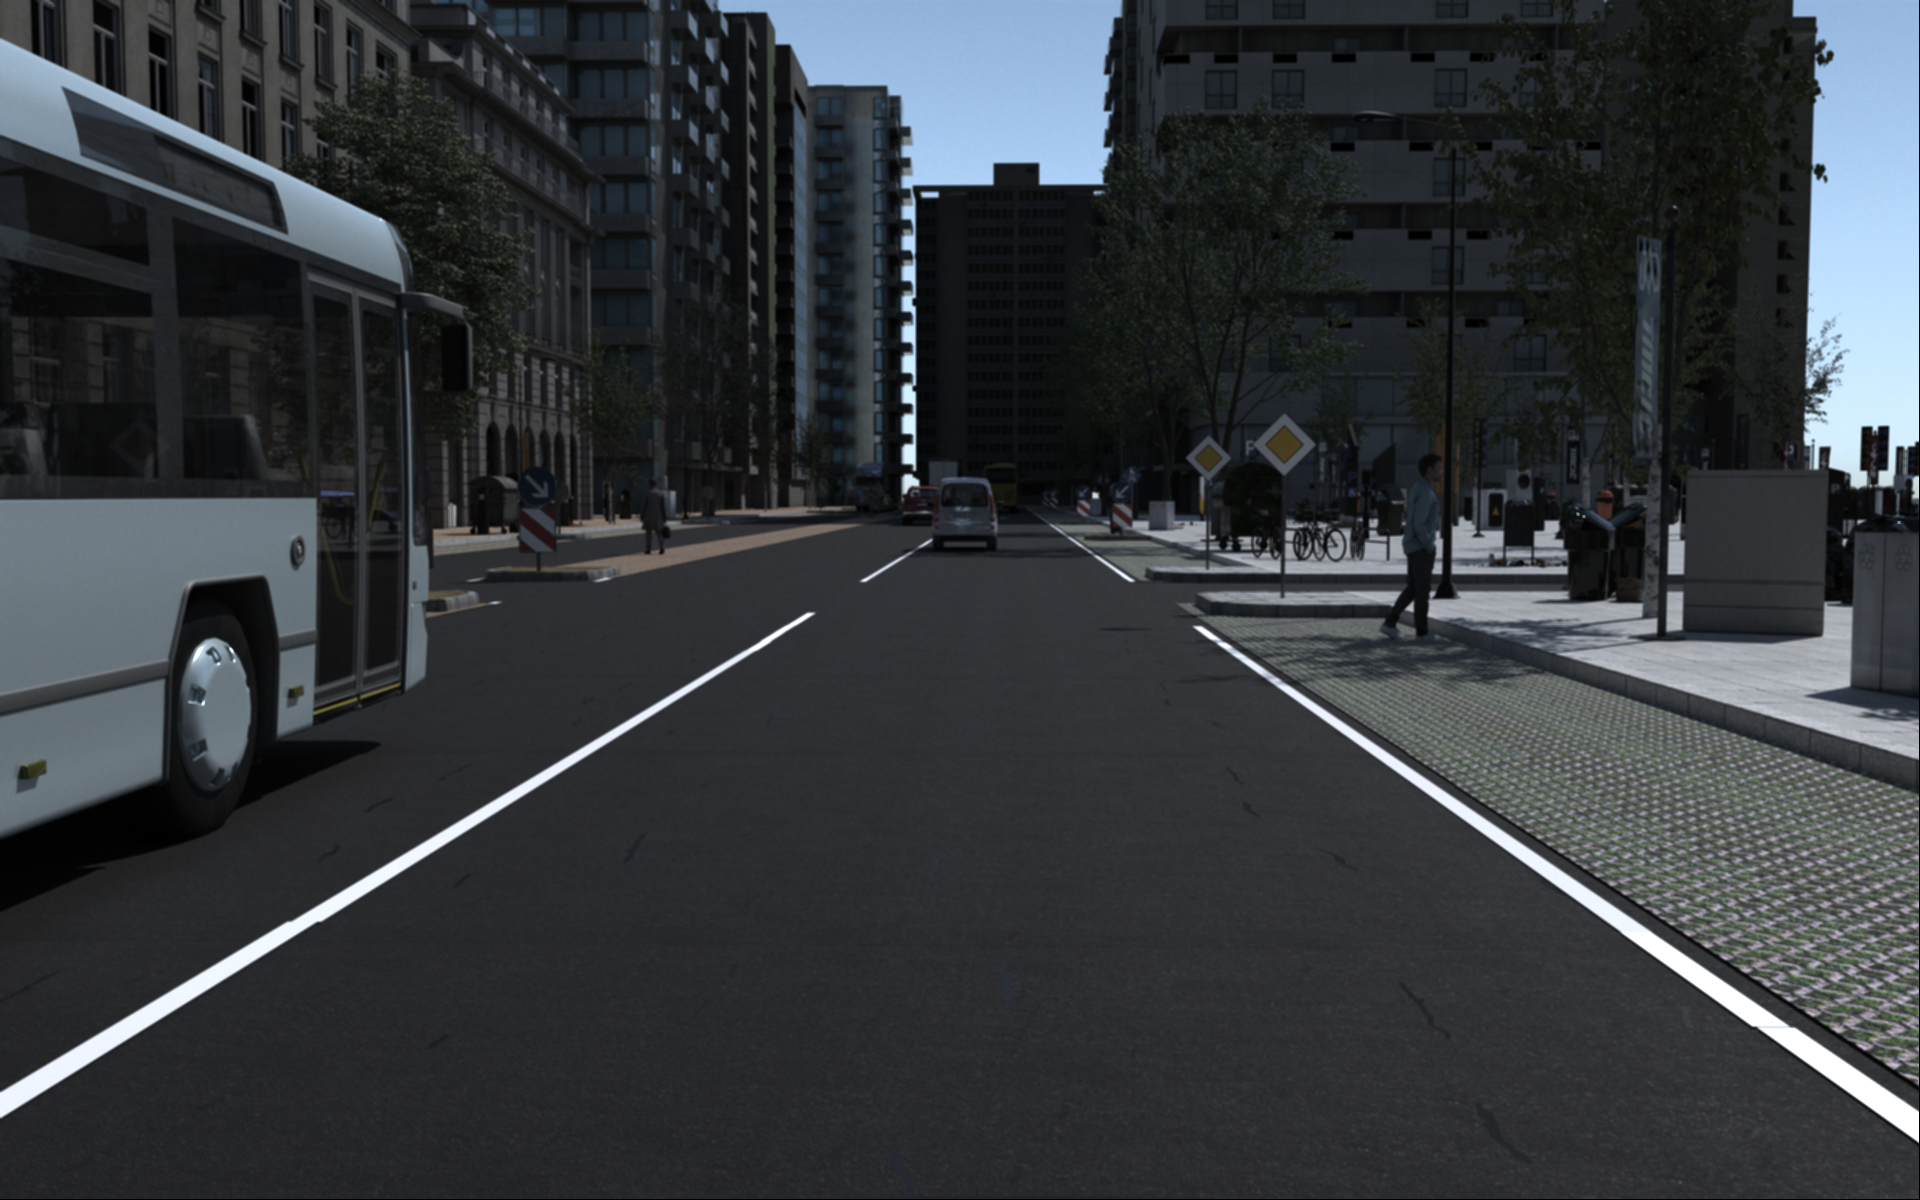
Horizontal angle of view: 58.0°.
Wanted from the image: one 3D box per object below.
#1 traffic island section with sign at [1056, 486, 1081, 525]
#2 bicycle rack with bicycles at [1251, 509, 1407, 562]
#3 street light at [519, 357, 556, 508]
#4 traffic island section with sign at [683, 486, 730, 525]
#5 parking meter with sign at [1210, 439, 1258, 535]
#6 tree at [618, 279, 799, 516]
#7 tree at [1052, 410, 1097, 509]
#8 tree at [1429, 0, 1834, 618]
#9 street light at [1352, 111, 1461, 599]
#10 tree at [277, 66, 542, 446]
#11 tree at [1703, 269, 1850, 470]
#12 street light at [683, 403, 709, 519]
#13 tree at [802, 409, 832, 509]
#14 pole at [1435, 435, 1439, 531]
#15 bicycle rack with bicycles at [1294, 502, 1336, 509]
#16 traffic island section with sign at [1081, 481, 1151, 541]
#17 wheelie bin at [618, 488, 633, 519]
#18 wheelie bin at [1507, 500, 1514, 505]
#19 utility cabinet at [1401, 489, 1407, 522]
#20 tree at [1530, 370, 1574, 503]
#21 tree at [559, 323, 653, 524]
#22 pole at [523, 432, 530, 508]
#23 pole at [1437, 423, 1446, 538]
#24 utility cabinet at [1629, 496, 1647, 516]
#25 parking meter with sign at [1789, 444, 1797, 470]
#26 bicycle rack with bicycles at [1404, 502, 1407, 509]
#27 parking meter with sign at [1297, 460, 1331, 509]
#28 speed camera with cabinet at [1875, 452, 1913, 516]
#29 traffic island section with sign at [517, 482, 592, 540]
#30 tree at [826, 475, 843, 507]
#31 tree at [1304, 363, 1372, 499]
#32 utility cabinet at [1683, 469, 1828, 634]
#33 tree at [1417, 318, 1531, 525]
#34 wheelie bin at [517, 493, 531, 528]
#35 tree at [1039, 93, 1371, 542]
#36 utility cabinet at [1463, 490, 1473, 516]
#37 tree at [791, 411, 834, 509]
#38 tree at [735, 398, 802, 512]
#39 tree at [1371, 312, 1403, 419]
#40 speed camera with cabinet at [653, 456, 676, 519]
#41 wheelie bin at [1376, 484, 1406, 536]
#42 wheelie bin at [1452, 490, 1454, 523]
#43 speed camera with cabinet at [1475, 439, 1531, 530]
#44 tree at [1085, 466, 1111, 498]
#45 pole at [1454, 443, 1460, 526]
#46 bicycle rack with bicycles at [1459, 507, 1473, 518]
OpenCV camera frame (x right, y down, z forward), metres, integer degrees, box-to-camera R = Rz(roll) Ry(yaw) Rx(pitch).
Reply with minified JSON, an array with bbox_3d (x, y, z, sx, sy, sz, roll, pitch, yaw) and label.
[{"bbox_3d":[5.634,-4.430,81.050,1.989,1.847,2.006,0,4,2],"label":"traffic island section with sign"},{"bbox_3d":[7.171,-1.260,33.978,2.852,0.926,2.925,0,4,-5],"label":"bicycle rack with bicycles"},{"bbox_3d":[-14.385,-5.279,58.845,1.470,5.913,1.316,0,4,2],"label":"street light"},{"bbox_3d":[-11.928,-4.480,81.883,1.989,1.847,2.006,0,4,2],"label":"traffic island section with sign"},{"bbox_3d":[8.623,-3.567,54.589,1.738,3.016,0.543,-3,5,-40],"label":"parking meter with sign"},{"bbox_3d":[-14.339,-11.556,99.306,12.009,13.543,11.850,0,3,0],"label":"tree"},{"bbox_3d":[9.904,-12.313,151.673,4.737,8.622,4.395,0,3,0],"label":"tree"},{"bbox_3d":[7.163,-4.134,17.954,4.737,8.622,4.395,0,3,0],"label":"tree"},{"bbox_3d":[5.457,-2.976,21.193,1.470,5.913,1.316,0,4,2],"label":"street light"},{"bbox_3d":[-14.909,-7.858,46.608,7.486,12.596,7.792,0,3,0],"label":"tree"},{"bbox_3d":[26.878,-6.538,57.258,4.360,8.622,3.978,0,3,0],"label":"tree"},{"bbox_3d":[-13.493,-7.088,88.426,1.470,5.913,1.316,0,4,2],"label":"street light"},{"bbox_3d":[-13.104,-12.103,148.254,4.360,8.622,3.978,0,3,0],"label":"tree"},{"bbox_3d":[16.638,-4.065,60.303,0.158,3.312,0.155,0,3,0],"label":"pole"},{"bbox_3d":[15.067,-3.694,73.784,2.925,0.926,2.852,-3,5,-42],"label":"bicycle rack with bicycles"},{"bbox_3d":[4.887,-2.771,53.931,1.989,1.847,2.006,0,4,2],"label":"traffic island section with sign"},{"bbox_3d":[-17.145,-4.952,88.881,0.693,1.594,0.980,0,4,-2],"label":"wheelie bin"},{"bbox_3d":[27.474,-4.832,86.911,0.693,1.594,0.980,2,4,24],"label":"wheelie bin"},{"bbox_3d":[19.913,-4.304,79.050,0.318,1.500,1.173,-1,4,-20],"label":"utility cabinet"},{"bbox_3d":[33.423,-9.208,100.909,4.360,8.622,3.978,0,3,0],"label":"tree"},{"bbox_3d":[-15.088,-7.590,74.455,4.737,8.622,4.395,0,3,0],"label":"tree"},{"bbox_3d":[-14.327,-3.881,57.301,0.158,3.312,0.155,0,3,0],"label":"pole"},{"bbox_3d":[13.986,-3.438,50.053,0.158,3.312,0.155,0,3,0],"label":"pole"},{"bbox_3d":[23.218,-2.942,59.266,0.306,1.237,1.020,0,4,-1],"label":"utility cabinet"},{"bbox_3d":[29.903,-3.942,60.708,1.738,3.016,0.543,0,4,-4],"label":"parking meter with sign"},{"bbox_3d":[19.630,-3.856,76.431,2.925,0.926,2.852,-1,4,-14],"label":"bicycle rack with bicycles"},{"bbox_3d":[18.439,-5.740,90.105,1.738,3.016,0.543,1,4,22],"label":"parking meter with sign"},{"bbox_3d":[43.186,-5.241,80.033,2.038,3.252,0.660,-2,4,-31],"label":"speed camera with cabinet"},{"bbox_3d":[-12.680,-2.800,54.415,1.989,1.847,2.006,0,4,2],"label":"traffic island section with sign"},{"bbox_3d":[-12.822,-11.264,178.769,1.663,3.219,1.824,0,3,0],"label":"tree"},{"bbox_3d":[21.198,-8.989,97.325,4.737,8.622,4.395,0,3,0],"label":"tree"},{"bbox_3d":[7.323,-0.445,15.960,1.173,1.500,0.318,2,4,27],"label":"utility cabinet"},{"bbox_3d":[21.226,-7.447,72.114,4.360,8.622,3.978,0,3,0],"label":"tree"},{"bbox_3d":[-16.654,-3.549,65.942,0.693,1.594,0.980,0,4,-7],"label":"wheelie bin"},{"bbox_3d":[7.037,-7.378,46.382,9.928,11.665,9.643,0,3,0],"label":"tree"},{"bbox_3d":[29.855,-5.649,101.040,0.318,1.500,1.173,-1,4,-21],"label":"utility cabinet"},{"bbox_3d":[-12.881,-12.406,153.205,4.737,8.622,4.395,0,3,0],"label":"tree"},{"bbox_3d":[-14.110,-10.687,125.087,4.360,8.622,3.978,0,3,0],"label":"tree"},{"bbox_3d":[17.895,-6.972,64.360,4.737,8.622,4.395,0,3,0],"label":"tree"},{"bbox_3d":[-15.399,-5.865,90.233,0.660,3.252,2.038,1,4,9],"label":"speed camera with cabinet"},{"bbox_3d":[13.223,-2.779,53.351,0.980,1.594,0.693,-2,4,-30],"label":"wheelie bin"},{"bbox_3d":[21.645,-4.197,76.529,0.693,1.594,0.980,1,4,13],"label":"wheelie bin"},{"bbox_3d":[19.310,-4.110,61.535,2.038,3.252,0.660,-2,4,-24],"label":"speed camera with cabinet"},{"bbox_3d":[10.072,-7.912,123.957,1.663,3.219,1.824,0,3,0],"label":"tree"},{"bbox_3d":[19.898,-4.623,69.423,0.158,3.312,0.155,0,3,0],"label":"pole"},{"bbox_3d":[22.270,-4.242,82.742,2.852,0.926,2.925,-2,4,-30],"label":"bicycle rack with bicycles"}]
